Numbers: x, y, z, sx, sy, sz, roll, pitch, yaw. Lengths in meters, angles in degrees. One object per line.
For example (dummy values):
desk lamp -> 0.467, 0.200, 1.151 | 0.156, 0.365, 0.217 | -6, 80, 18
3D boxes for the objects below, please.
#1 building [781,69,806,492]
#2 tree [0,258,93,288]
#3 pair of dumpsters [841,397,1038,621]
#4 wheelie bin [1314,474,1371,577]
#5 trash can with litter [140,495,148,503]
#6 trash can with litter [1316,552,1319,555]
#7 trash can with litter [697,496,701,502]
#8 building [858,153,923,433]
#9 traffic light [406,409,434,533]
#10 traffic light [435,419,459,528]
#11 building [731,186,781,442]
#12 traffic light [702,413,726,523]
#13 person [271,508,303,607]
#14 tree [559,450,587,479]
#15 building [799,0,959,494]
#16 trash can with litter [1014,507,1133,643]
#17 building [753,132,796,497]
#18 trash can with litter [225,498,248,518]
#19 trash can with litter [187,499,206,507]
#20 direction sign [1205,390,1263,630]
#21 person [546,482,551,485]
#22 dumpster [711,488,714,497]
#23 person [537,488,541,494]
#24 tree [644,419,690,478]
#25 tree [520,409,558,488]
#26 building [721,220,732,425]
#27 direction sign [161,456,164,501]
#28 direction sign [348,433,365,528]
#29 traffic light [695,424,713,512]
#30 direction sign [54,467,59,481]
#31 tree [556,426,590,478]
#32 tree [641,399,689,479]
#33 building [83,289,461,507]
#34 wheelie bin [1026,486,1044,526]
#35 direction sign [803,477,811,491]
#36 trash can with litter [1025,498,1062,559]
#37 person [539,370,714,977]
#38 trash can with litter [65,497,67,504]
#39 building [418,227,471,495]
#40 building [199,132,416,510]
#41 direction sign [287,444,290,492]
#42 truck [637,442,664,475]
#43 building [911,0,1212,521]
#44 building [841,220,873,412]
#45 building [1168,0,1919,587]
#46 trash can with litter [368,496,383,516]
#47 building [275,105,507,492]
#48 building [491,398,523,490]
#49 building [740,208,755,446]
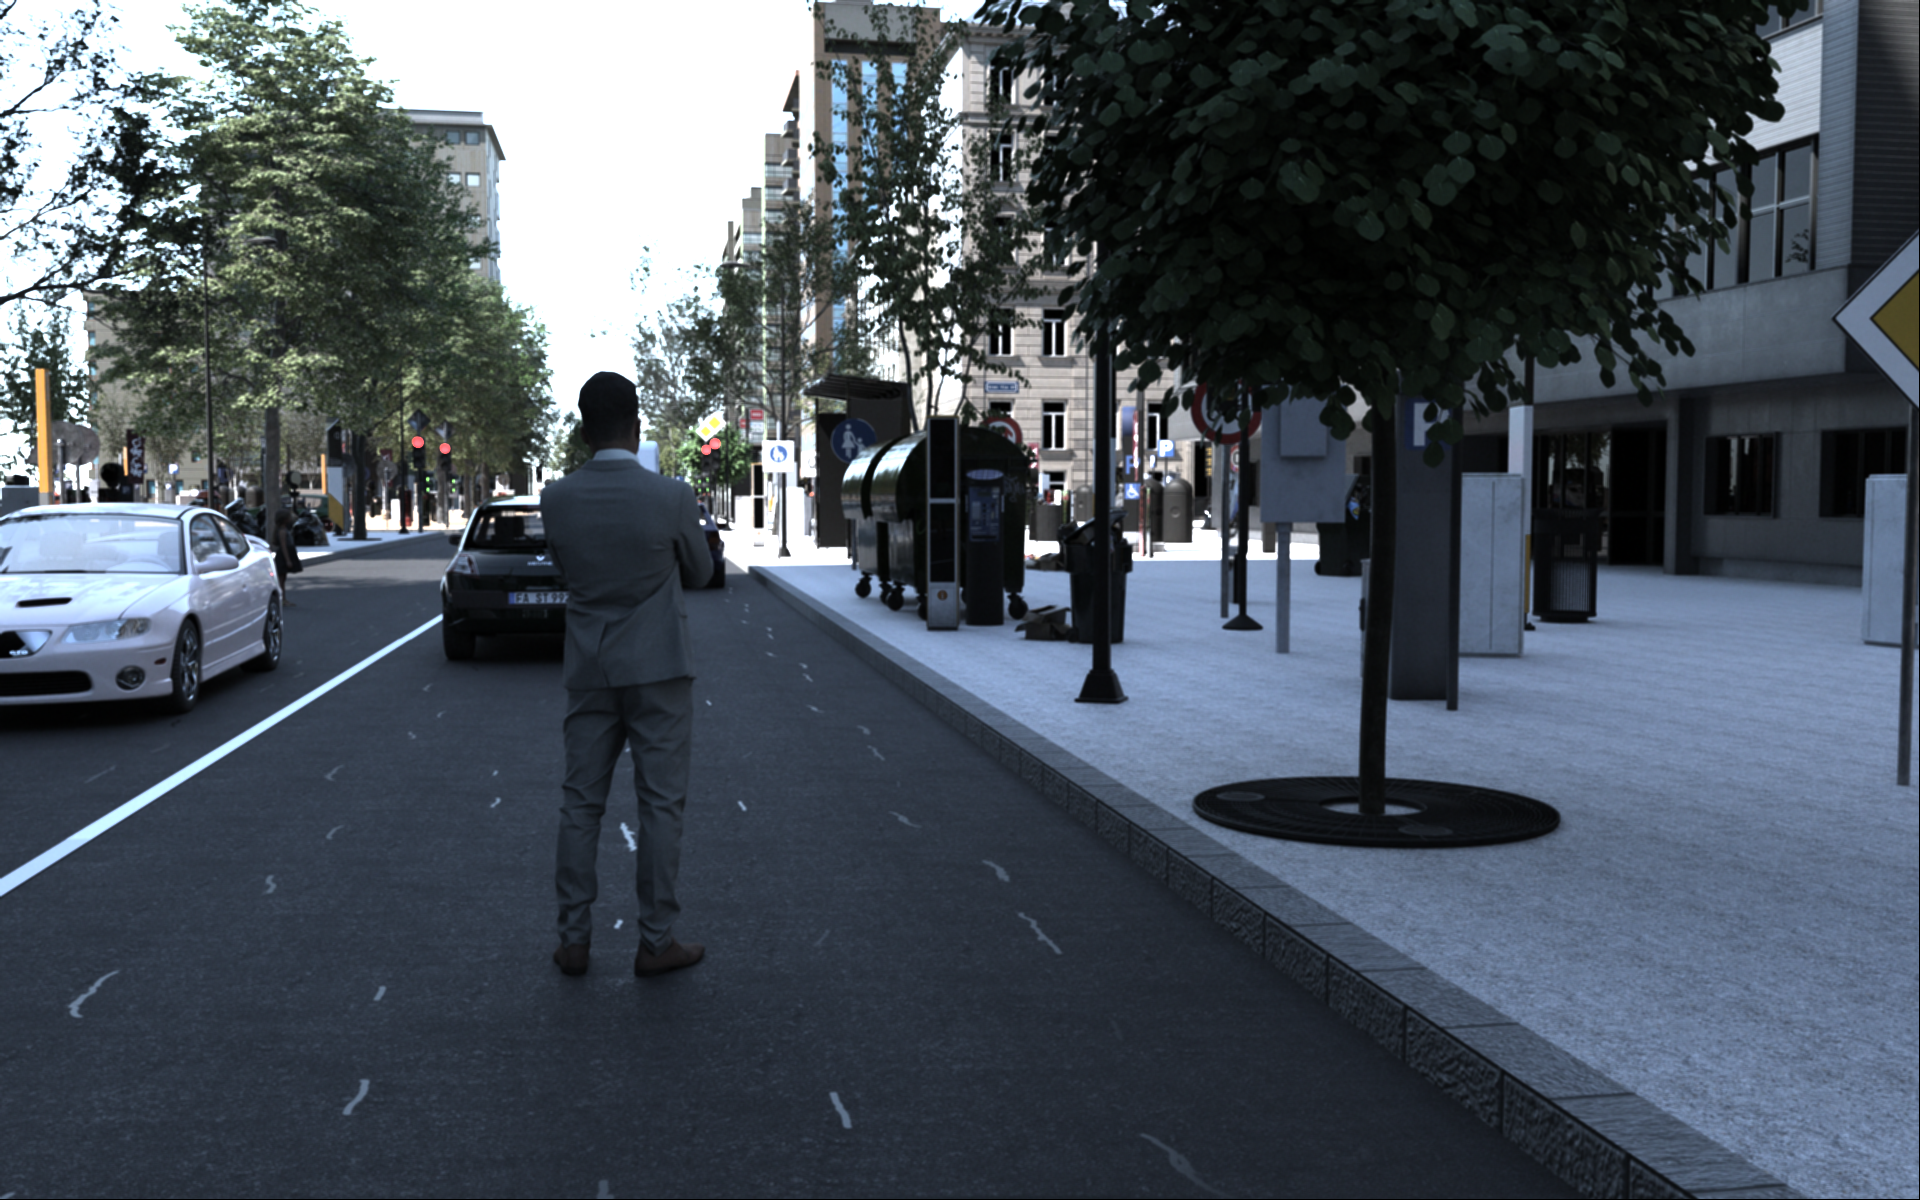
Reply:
building -> -6.900, -32.107, 179.578 | 22.147, 44.769, 28.867 | -1, 4, -10
tree -> -28.071, -6.258, 52.686 | 4.737, 8.622, 4.395 | 0, 3, 0
pair of dumpsters -> -0.301, -1.042, 19.523 | 1.574, 2.255, 4.437 | -1, 4, -11
wheelie bin -> 6.000, -1.183, 27.246 | 0.693, 1.594, 0.980 | -3, 4, -36
trash can with litter -> -55.601, -6.498, 117.293 | 2.233, 1.210, 1.678 | 0, 4, -3
trash can with litter -> 7.678, -1.423, 34.655 | 1.055, 1.170, 0.624 | 1, 4, 21
trash can with litter -> -15.366, -5.427, 100.121 | 1.055, 1.170, 0.624 | 0, 4, -8
building -> 0.278, -15.066, 101.084 | 10.420, 20.320, 16.860 | -1, 4, -10
traffic light -> -17.789, -4.168, 57.075 | 0.839, 4.253, 0.868 | -1, 4, -10
traffic light -> -19.235, -4.649, 64.928 | 0.839, 4.253, 0.868 | -1, 4, -10
building -> -23.673, -39.474, 269.107 | 21.300, 48.544, 21.600 | -1, 4, -10
traffic light -> -8.339, -4.275, 58.825 | 0.839, 4.253, 0.868 | -1, 4, -10
person -> -8.563, -0.542, 22.024 | 0.373, 1.253, 0.362 | -1, 4, -12
tree -> -59.615, -21.992, 276.570 | 9.611, 12.733, 9.660 | 0, 3, 0
building -> -6.958, -31.016, 157.214 | 14.600, 45.320, 14.200 | -1, 4, -10
trash can with litter -> 0.968, -0.224, 15.058 | 1.055, 1.170, 0.624 | 2, 4, 32
building -> -15.830, -31.575, 199.844 | 14.154, 41.232, 14.086 | -1, 4, -10
trash can with litter -> -21.955, -2.480, 51.927 | 1.055, 1.170, 0.624 | -3, 4, -37
trash can with litter -> -16.275, -1.519, 36.228 | 1.055, 1.170, 0.624 | 1, 4, 14
direction sign -> 2.688, -1.491, 16.370 | 0.876, 3.537, 0.379 | -2, 4, -29
person -> -13.119, -2.846, 55.215 | 0.466, 1.800, 0.511 | -1, 4, -14
dumpster -> -20.027, -8.322, 138.557 | 1.502, 2.255, 1.985 | -1, 4, -10
person -> -23.384, -5.343, 96.405 | 0.362, 1.759, 0.519 | -1, 4, -19
tree -> -25.232, -12.316, 151.729 | 4.737, 8.622, 4.395 | 0, 3, 0
tree -> -36.421, -12.142, 148.881 | 4.360, 8.622, 3.978 | 0, 3, 0
building -> -28.645, -40.776, 290.394 | 21.300, 48.544, 21.600 | -1, 4, -10
direction sign -> -47.701, -6.828, 103.629 | 0.379, 3.537, 0.876 | -2, 4, -26
direction sign -> -22.644, -4.444, 64.651 | 0.876, 3.537, 0.379 | 0, 4, 0
traffic light -> -9.785, -4.756, 66.678 | 0.839, 4.253, 0.868 | -1, 4, -10
direction sign -> -55.746, -7.001, 106.459 | 0.876, 3.537, 0.379 | 1, 4, 11
tree -> -50.810, -18.199, 231.964 | 7.601, 10.594, 8.767 | -1, 4, -11
tree -> -34.698, -17.641, 206.563 | 7.486, 12.596, 7.792 | 0, 3, 0
building -> -62.778, -19.426, 162.656 | 27.650, 21.520, 28.899 | -1, 4, -10
wheelie bin -> 2.882, -3.777, 69.659 | 0.980, 1.594, 0.693 | 1, 4, 9
direction sign -> -11.543, -8.543, 131.669 | 0.876, 3.537, 0.379 | -3, 4, -37
trash can with litter -> 1.389, -1.417, 34.233 | 2.233, 1.210, 1.678 | 1, 4, 13
person -> -1.009, 0.207, 5.296 | 0.511, 1.800, 0.466 | 0, 4, -5
trash can with litter -> -36.480, -3.728, 72.013 | 2.233, 1.210, 1.678 | -3, 4, -37
building -> -60.237, -25.258, 184.671 | 14.160, 30.474, 14.107 | -1, 4, -10
building -> -53.152, -22.660, 142.193 | 14.160, 30.474, 14.107 | -1, 4, -10
direction sign -> -30.353, -5.282, 78.357 | 0.379, 3.537, 0.876 | -1, 4, -15
truck -> -15.444, -5.696, 82.886 | 2.967, 4.110, 18.799 | -1, 4, -11
building -> 10.913, -17.722, 87.022 | 25.104, 27.353, 12.463 | -1, 4, -10
building -> -1.349, -18.822, 126.827 | 14.460, 24.649, 34.723 | -1, 4, -10
building -> 15.405, -13.274, 36.098 | 14.314, 24.678, 30.058 | -1, 4, -10
trash can with litter -> -34.561, -5.556, 102.223 | 1.055, 1.170, 0.624 | 3, 4, 36
building -> -78.005, -39.793, 239.853 | 28.713, 52.752, 27.495 | -1, 4, -10
building -> -82.862, -25.925, 268.910 | 27.650, 21.520, 28.899 | -1, 4, -10
building -> -24.653, -34.682, 250.644 | 14.154, 41.232, 14.086 | -1, 4, -10
